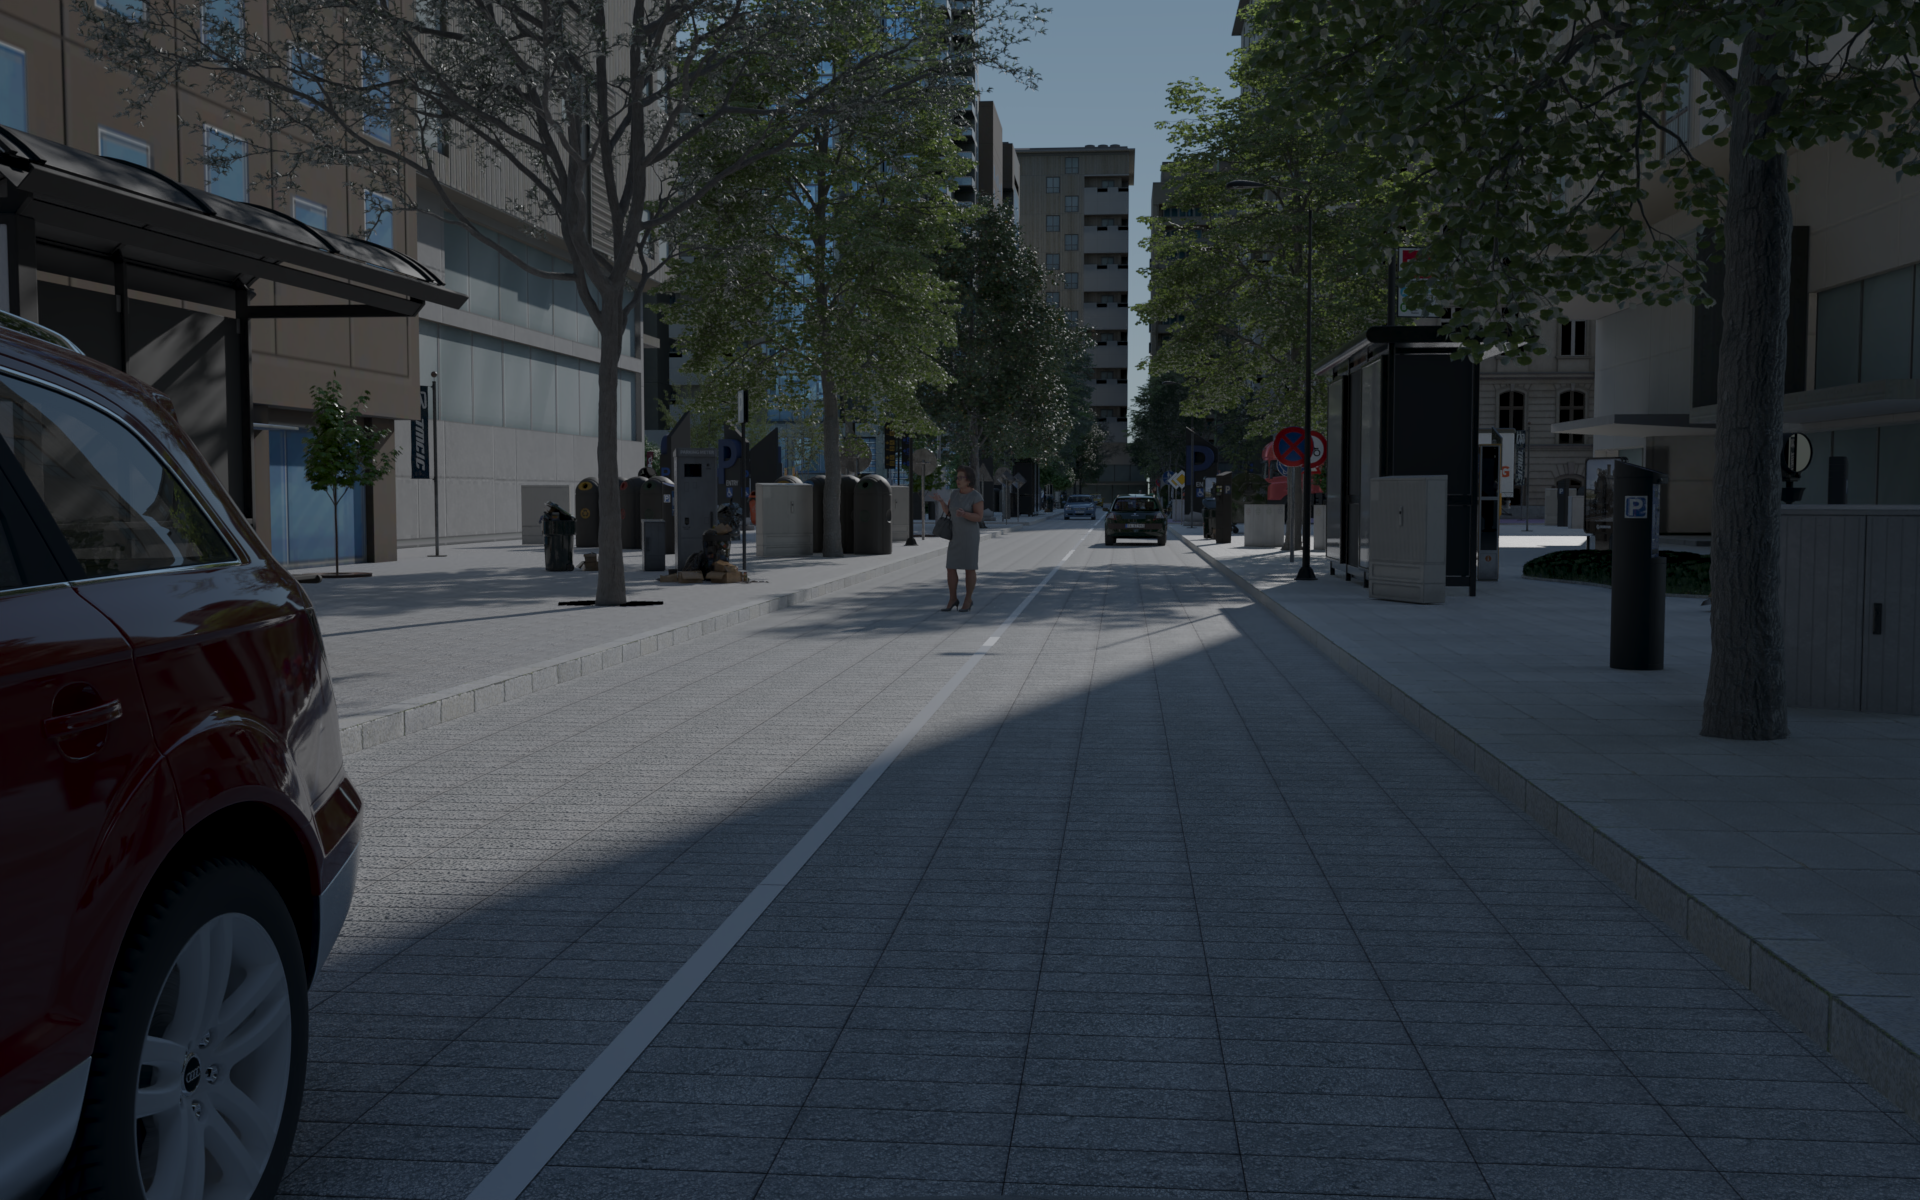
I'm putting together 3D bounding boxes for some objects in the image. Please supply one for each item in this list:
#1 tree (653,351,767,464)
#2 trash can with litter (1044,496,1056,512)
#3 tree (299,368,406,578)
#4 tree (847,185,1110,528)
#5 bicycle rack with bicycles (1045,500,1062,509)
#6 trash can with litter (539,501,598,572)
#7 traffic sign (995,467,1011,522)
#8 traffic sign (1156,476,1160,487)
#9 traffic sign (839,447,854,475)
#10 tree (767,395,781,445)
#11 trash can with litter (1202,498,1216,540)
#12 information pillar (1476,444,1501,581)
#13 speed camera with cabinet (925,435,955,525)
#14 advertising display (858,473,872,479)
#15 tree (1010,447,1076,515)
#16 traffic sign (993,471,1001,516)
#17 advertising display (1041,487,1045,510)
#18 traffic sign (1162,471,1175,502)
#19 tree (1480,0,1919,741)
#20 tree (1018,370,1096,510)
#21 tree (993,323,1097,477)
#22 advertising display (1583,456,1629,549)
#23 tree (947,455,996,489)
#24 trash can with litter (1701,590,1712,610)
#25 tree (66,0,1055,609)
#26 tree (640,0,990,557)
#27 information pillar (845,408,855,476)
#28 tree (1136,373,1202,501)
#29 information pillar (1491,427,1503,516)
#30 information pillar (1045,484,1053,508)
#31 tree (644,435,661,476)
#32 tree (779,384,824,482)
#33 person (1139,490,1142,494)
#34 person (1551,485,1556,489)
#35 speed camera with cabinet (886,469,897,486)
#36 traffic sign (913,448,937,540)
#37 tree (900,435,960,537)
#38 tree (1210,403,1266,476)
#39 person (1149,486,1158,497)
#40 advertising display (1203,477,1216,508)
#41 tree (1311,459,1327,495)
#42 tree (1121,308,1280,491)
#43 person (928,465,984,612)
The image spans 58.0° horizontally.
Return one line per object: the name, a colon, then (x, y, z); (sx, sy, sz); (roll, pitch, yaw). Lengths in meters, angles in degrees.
tree: (-12.865, -8.336, 86.659); (4.737, 8.622, 4.395); (0, 3, 0)
trash can with litter: (6.283, -6.736, 121.525); (0.624, 1.170, 1.055); (1, 4, 20)
tree: (-9.652, -1.959, 26.626); (1.663, 3.219, 1.824); (0, 3, 0)
tree: (0.512, -9.050, 64.973); (9.611, 12.733, 9.660); (0, 3, 0)
bicycle rack with bicycles: (7.341, -8.250, 148.272); (2.925, 0.926, 2.852); (0, 4, 1)
trash can with litter: (-6.456, -1.070, 28.888); (1.055, 1.170, 0.624); (-1, 4, -23)
traffic sign: (1.999, -4.930, 80.716); (0.768, 2.556, 0.104); (1, 4, 12)
traffic sign: (14.225, -7.491, 122.576); (0.768, 2.556, 0.104); (1, 4, 14)
traffic sign: (-2.978, -2.777, 45.505); (0.768, 2.556, 0.104); (1, 4, 11)
tree: (-14.181, -10.424, 120.798); (4.737, 8.622, 4.395); (0, 3, 0)
trash can with litter: (7.275, -2.311, 49.175); (0.624, 1.170, 1.055); (-1, 4, -14)
information pillar: (7.779, -1.286, 25.516); (0.304, 2.012, 0.304); (1, 4, 11)
speed camera with cabinet: (-0.561, -3.746, 55.579); (0.660, 3.252, 2.038); (2, 4, 24)
advertising display: (-3.139, -2.978, 53.897); (0.974, 1.923, 0.123); (-3, 5, -42)
tree: (4.551, -7.615, 108.226); (4.285, 4.588, 4.351); (0, 3, 0)
traffic sign: (1.900, -6.056, 99.017); (0.884, 2.594, 0.081); (1, 4, 10)
advertising display: (6.678, -8.200, 139.286); (0.123, 1.923, 0.974); (-1, 4, -11)
traffic sign: (11.407, -5.767, 94.395); (0.768, 2.556, 0.104); (1, 4, 12)
tree: (4.308, -5.523, 8.431); (7.486, 12.596, 7.792); (0, 3, 0)
tree: (7.632, -13.348, 143.999); (9.928, 11.665, 9.643); (0, 3, 0)
tree: (4.710, -12.997, 119.155); (9.857, 13.997, 8.962); (0, 3, 0)
advertising display: (11.227, -1.524, 30.133); (0.123, 1.923, 0.974); (-1, 4, -20)
tree: (0.466, -7.308, 103.205); (4.285, 4.588, 4.351); (0, 3, 0)
trash can with litter: (8.496, -0.436, 18.516); (1.055, 1.170, 0.624); (3, 5, 43)
tree: (-4.070, -6.688, 19.721); (12.009, 13.543, 11.850); (0, 3, 0)
tree: (-2.874, -7.122, 34.575); (7.486, 12.596, 7.792); (0, 3, 0)
information pillar: (-2.992, -3.414, 47.177); (0.183, 3.616, 0.504); (-2, 4, -29)
tree: (12.394, -9.228, 101.239); (4.360, 8.622, 3.978); (0, 3, 0)
information pillar: (18.534, -4.192, 59.886); (0.183, 3.616, 0.504); (-2, 4, -25)
information pillar: (6.612, -7.520, 127.447); (0.304, 2.012, 0.304); (-2, 4, -34)
tree: (-17.458, -6.858, 95.846); (4.285, 4.588, 4.351); (0, 3, 0)
tree: (-10.396, -10.155, 116.402); (4.360, 8.622, 3.978); (0, 3, 0)
person: (15.127, -8.372, 145.862); (0.515, 1.767, 0.782); (1, 4, 17)
person: (24.636, -3.866, 71.959); (0.529, 1.795, 0.600); (0, 4, -1)
speed camera with cabinet: (-4.370, -6.761, 104.878); (0.660, 3.252, 2.038); (0, 4, 1)
traffic sign: (-1.026, -2.941, 48.190); (0.768, 2.556, 0.104); (0, 4, 6)
tree: (-1.134, -3.503, 51.881); (1.663, 3.219, 1.824); (0, 3, 0)
tree: (19.017, -10.297, 118.717); (4.737, 8.622, 4.395); (0, 3, 0)
person: (8.956, -4.363, 80.082); (0.600, 1.795, 0.529); (-2, 4, -35)
advertising display: (9.487, -3.607, 64.184); (0.974, 1.923, 0.123); (-1, 4, -15)
tree: (14.921, -4.589, 69.636); (1.663, 3.219, 1.824); (0, 3, 0)
tree: (12.240, -9.203, 84.884); (7.601, 10.594, 8.767); (-1, 4, -11)
person: (-0.078, -0.747, 21.076); (0.716, 1.782, 0.532); (3, 4, 38)
